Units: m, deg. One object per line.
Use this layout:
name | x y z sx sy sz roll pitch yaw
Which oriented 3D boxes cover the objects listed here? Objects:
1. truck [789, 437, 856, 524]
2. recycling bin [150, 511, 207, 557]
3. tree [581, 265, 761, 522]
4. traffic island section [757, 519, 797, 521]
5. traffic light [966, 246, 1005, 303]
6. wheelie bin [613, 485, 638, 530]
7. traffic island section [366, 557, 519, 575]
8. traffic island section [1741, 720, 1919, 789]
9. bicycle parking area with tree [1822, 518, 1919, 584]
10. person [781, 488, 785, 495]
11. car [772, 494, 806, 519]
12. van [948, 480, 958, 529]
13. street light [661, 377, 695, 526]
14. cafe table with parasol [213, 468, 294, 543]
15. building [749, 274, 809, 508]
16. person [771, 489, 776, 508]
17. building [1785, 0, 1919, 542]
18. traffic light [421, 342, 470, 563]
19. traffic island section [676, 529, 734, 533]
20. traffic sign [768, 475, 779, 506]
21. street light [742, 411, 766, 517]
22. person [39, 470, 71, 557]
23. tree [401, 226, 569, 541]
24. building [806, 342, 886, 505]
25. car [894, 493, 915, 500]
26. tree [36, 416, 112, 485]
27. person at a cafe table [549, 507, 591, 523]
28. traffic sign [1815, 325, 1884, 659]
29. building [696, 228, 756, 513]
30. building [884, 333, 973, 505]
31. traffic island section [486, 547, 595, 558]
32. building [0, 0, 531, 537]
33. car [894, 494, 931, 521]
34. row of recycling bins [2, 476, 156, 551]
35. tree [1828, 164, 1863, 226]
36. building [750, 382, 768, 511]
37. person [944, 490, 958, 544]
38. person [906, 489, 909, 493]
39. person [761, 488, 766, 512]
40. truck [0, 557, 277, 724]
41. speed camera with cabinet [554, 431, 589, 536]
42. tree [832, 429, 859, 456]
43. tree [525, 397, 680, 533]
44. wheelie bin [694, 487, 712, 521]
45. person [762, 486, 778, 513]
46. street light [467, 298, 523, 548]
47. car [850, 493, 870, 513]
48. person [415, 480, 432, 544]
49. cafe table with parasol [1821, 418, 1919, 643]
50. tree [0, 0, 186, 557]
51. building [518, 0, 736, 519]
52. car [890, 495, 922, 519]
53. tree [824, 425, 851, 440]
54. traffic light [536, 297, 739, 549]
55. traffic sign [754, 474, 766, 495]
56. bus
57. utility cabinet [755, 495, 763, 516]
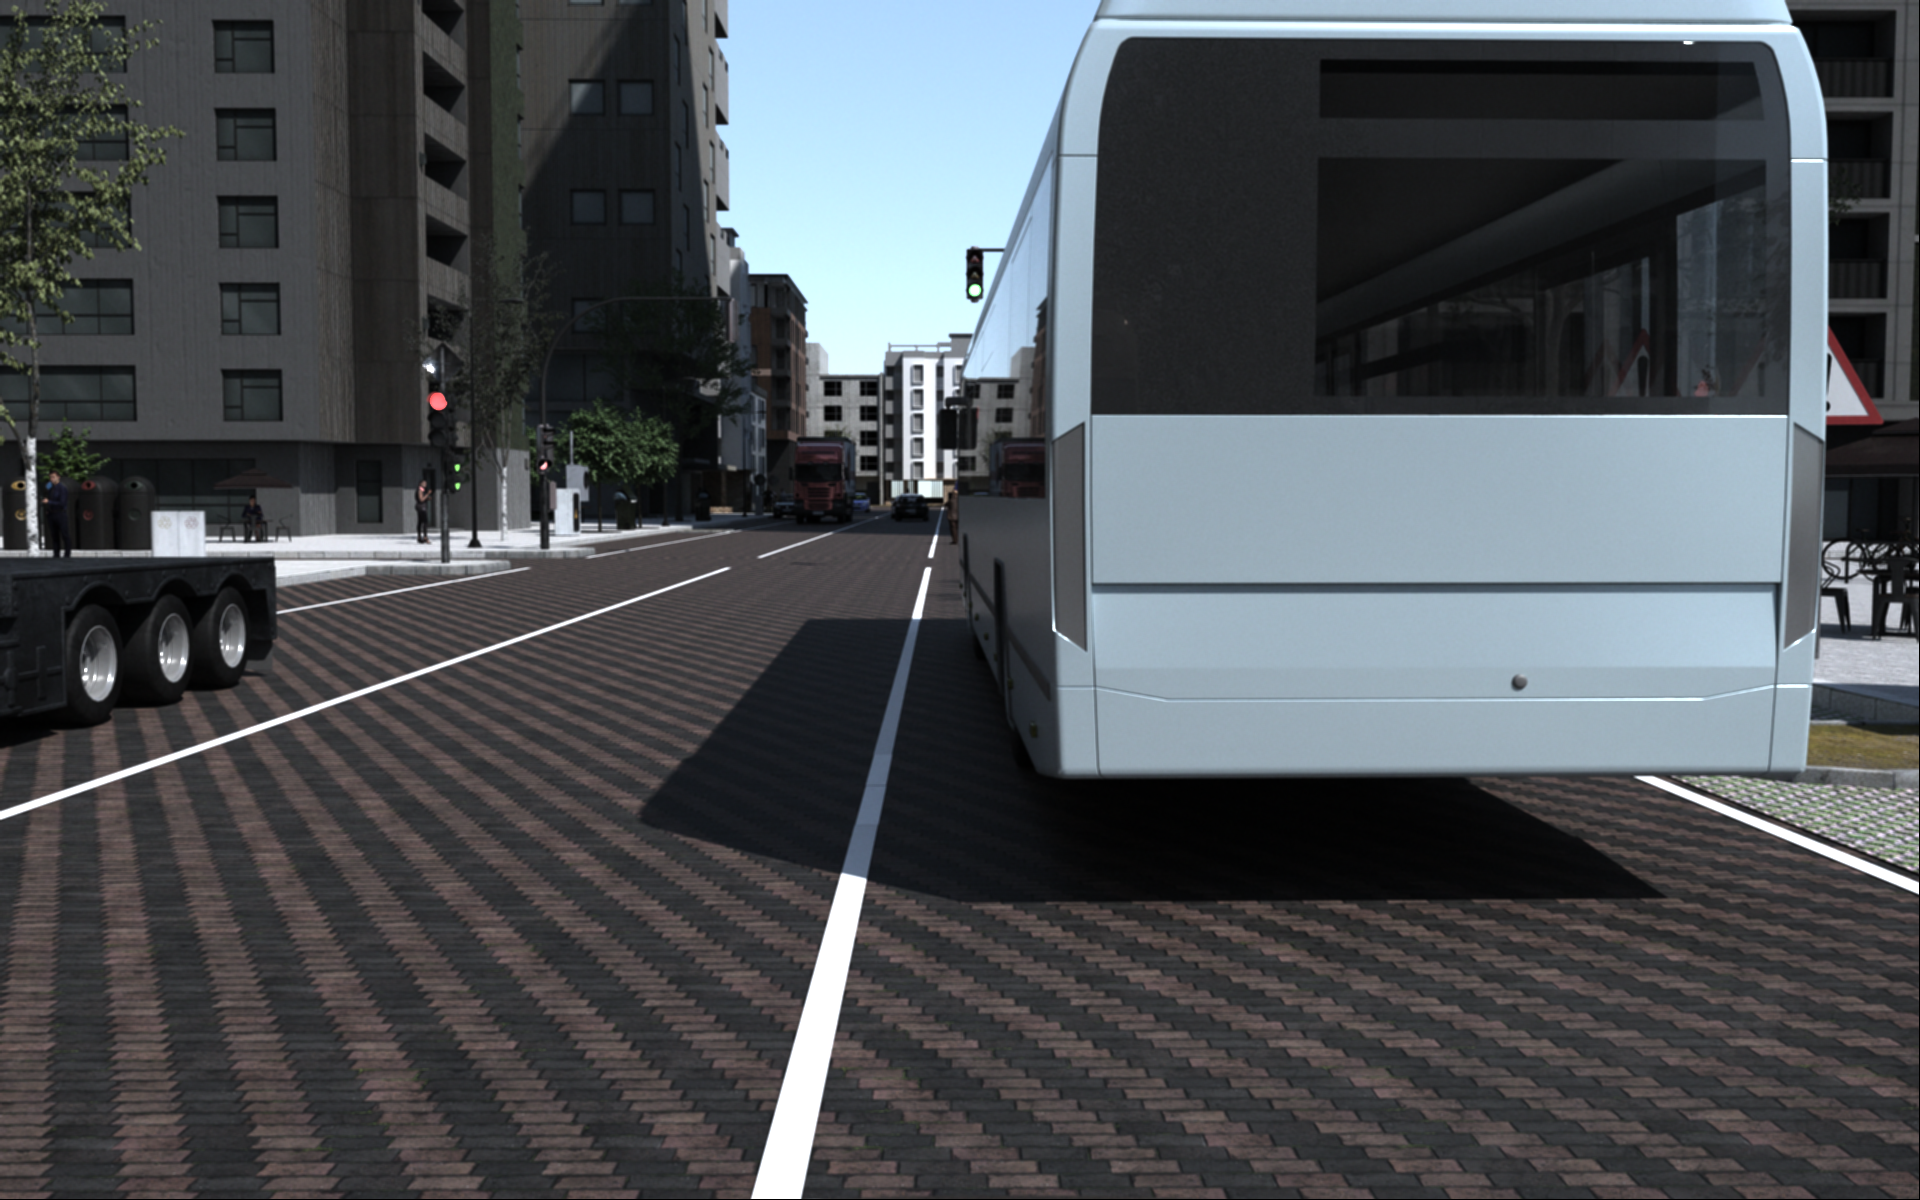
truck | -6.771 -6.011 87.197 2.839 4.237 11.283 0 4 0
recycling bin | -11.516 -0.795 25.549 0.722 1.027 0.722 -1 4 -22
tree | -13.241 -9.455 80.338 9.928 11.665 9.643 0 3 0
traffic island section | -9.733 -4.241 92.203 1.991 0.108 1.994 0 4 0
traffic light | 2.489 -3.508 32.029 4.771 5.953 1.251 0 4 0
wheelie bin | -11.939 -3.292 61.726 0.693 1.594 0.980 1 4 11
traffic island section | -9.581 -0.606 32.193 2.009 0.180 2.903 0 4 0
traffic island section | 4.802 0.827 9.350 1.991 0.108 1.994 0 4 0
bicycle parking area with tree | 17.237 -2.329 25.089 8.231 4.147 9.016 -2 4 -31
person | -13.018 -7.321 126.683 0.436 1.711 0.756 -2 4 -25
car | -10.054 -5.658 102.291 2.009 1.686 4.222 0 4 -1
van | 0.625 -4.232 73.580 2.240 2.365 5.245 0 4 -1
street light | -11.235 -5.903 69.061 1.470 5.913 1.316 0 4 0
cafe table with parasol | -18.663 -2.507 45.860 2.610 1.966 2.610 3 4 37
building | -32.375 -20.228 174.709 32.646 21.610 27.936 0 4 0
person | -17.011 -9.228 157.855 0.756 1.711 0.436 2 4 29
building | 21.377 -37.630 53.510 20.611 71.187 20.563 0 4 0
traffic light | -9.541 -2.638 32.058 0.839 4.253 0.868 0 4 0
traffic island section | -9.530 -2.579 65.033 1.991 0.108 1.994 0 4 0
traffic sign | -12.320 -6.992 114.423 0.768 2.556 0.104 0 4 3
street light | -11.517 -7.604 96.868 1.470 5.913 1.316 0 4 0
person | -17.106 -1.588 32.704 0.576 1.737 0.504 1 4 21
tree | -12.709 -5.931 47.332 4.360 8.622 3.978 0 3 0
building | -24.867 -21.033 210.339 31.486 18.905 16.747 0 4 0
car | -3.505 -6.803 120.271 2.155 1.783 4.494 0 4 1
tree | -22.267 -2.970 43.158 1.663 3.219 1.824 0 3 0
person at a cafe table | -17.353 -4.134 76.106 1.698 1.524 1.622 -3 5 -39
traffic sign | 6.646 -0.819 13.392 0.884 2.594 0.081 0 4 5
building | -22.644 -16.187 121.074 16.016 20.091 11.380 0 4 0
building | -3.430 -21.622 209.941 11.380 20.091 16.016 0 4 0
traffic island section | -9.645 -1.095 40.178 2.009 0.180 2.903 0 4 0
building | -23.051 -17.455 57.097 14.160 30.474 14.107 0 4 0
car | -2.563 -5.082 92.882 2.009 1.686 4.222 0 4 1
row of recycling bins | -20.176 -1.993 39.695 3.534 1.692 1.069 0 4 3
tree | 7.238 -5.339 21.699 7.601 10.594 8.767 0 4 6
building | -20.238 -12.192 141.488 9.099 9.664 28.070 0 4 0
person | -0.211 -2.369 49.510 0.482 1.546 0.388 -3 5 -42
person | -3.770 -7.144 125.312 1.348 1.823 0.705 -1 4 -9
person | -14.031 -7.163 123.888 0.721 1.736 1.217 2 4 26
truck | -6.336 -0.878 4.108 2.967 4.110 18.799 0 4 -1
speed camera with cabinet | -12.005 -3.623 53.564 0.660 3.252 2.038 0 4 3
tree | -13.060 -14.736 191.301 4.360 8.622 3.978 0 3 0
tree | -12.099 -4.529 57.764 4.285 4.588 4.351 0 3 0
wheelie bin | -12.234 -4.550 82.296 0.693 1.594 0.980 -3 5 -41
person | -13.020 -6.822 117.599 1.348 1.821 0.705 -1 4 -9
street light | -11.063 -4.202 41.249 1.470 5.913 1.316 0 4 0
car | -7.926 -7.662 134.860 1.945 1.707 3.694 0 4 1
person | -13.848 -2.282 44.821 0.593 1.643 0.415 1 4 23
cafe table with parasol | 8.586 -0.657 15.604 2.610 1.966 2.610 0 4 1
tree | -12.297 -4.397 22.258 4.737 8.622 4.395 0 3 0
building | -27.970 -31.176 98.963 28.713 52.752 27.495 0 4 0
car | -3.108 -5.519 102.605 2.083 1.381 4.827 0 4 0
tree | -12.954 -14.039 179.906 4.737 8.622 4.395 0 3 0
traffic light | -7.514 -4.002 40.095 4.771 5.953 1.251 0 4 0
traffic sign | -12.599 -6.665 109.079 0.768 2.556 0.104 1 4 8
bus | 1.402 -1.065 12.268 2.948 3.499 13.247 0 4 -2
utility cabinet | -11.928 -5.616 102.976 0.306 1.237 1.020 0 4 6
